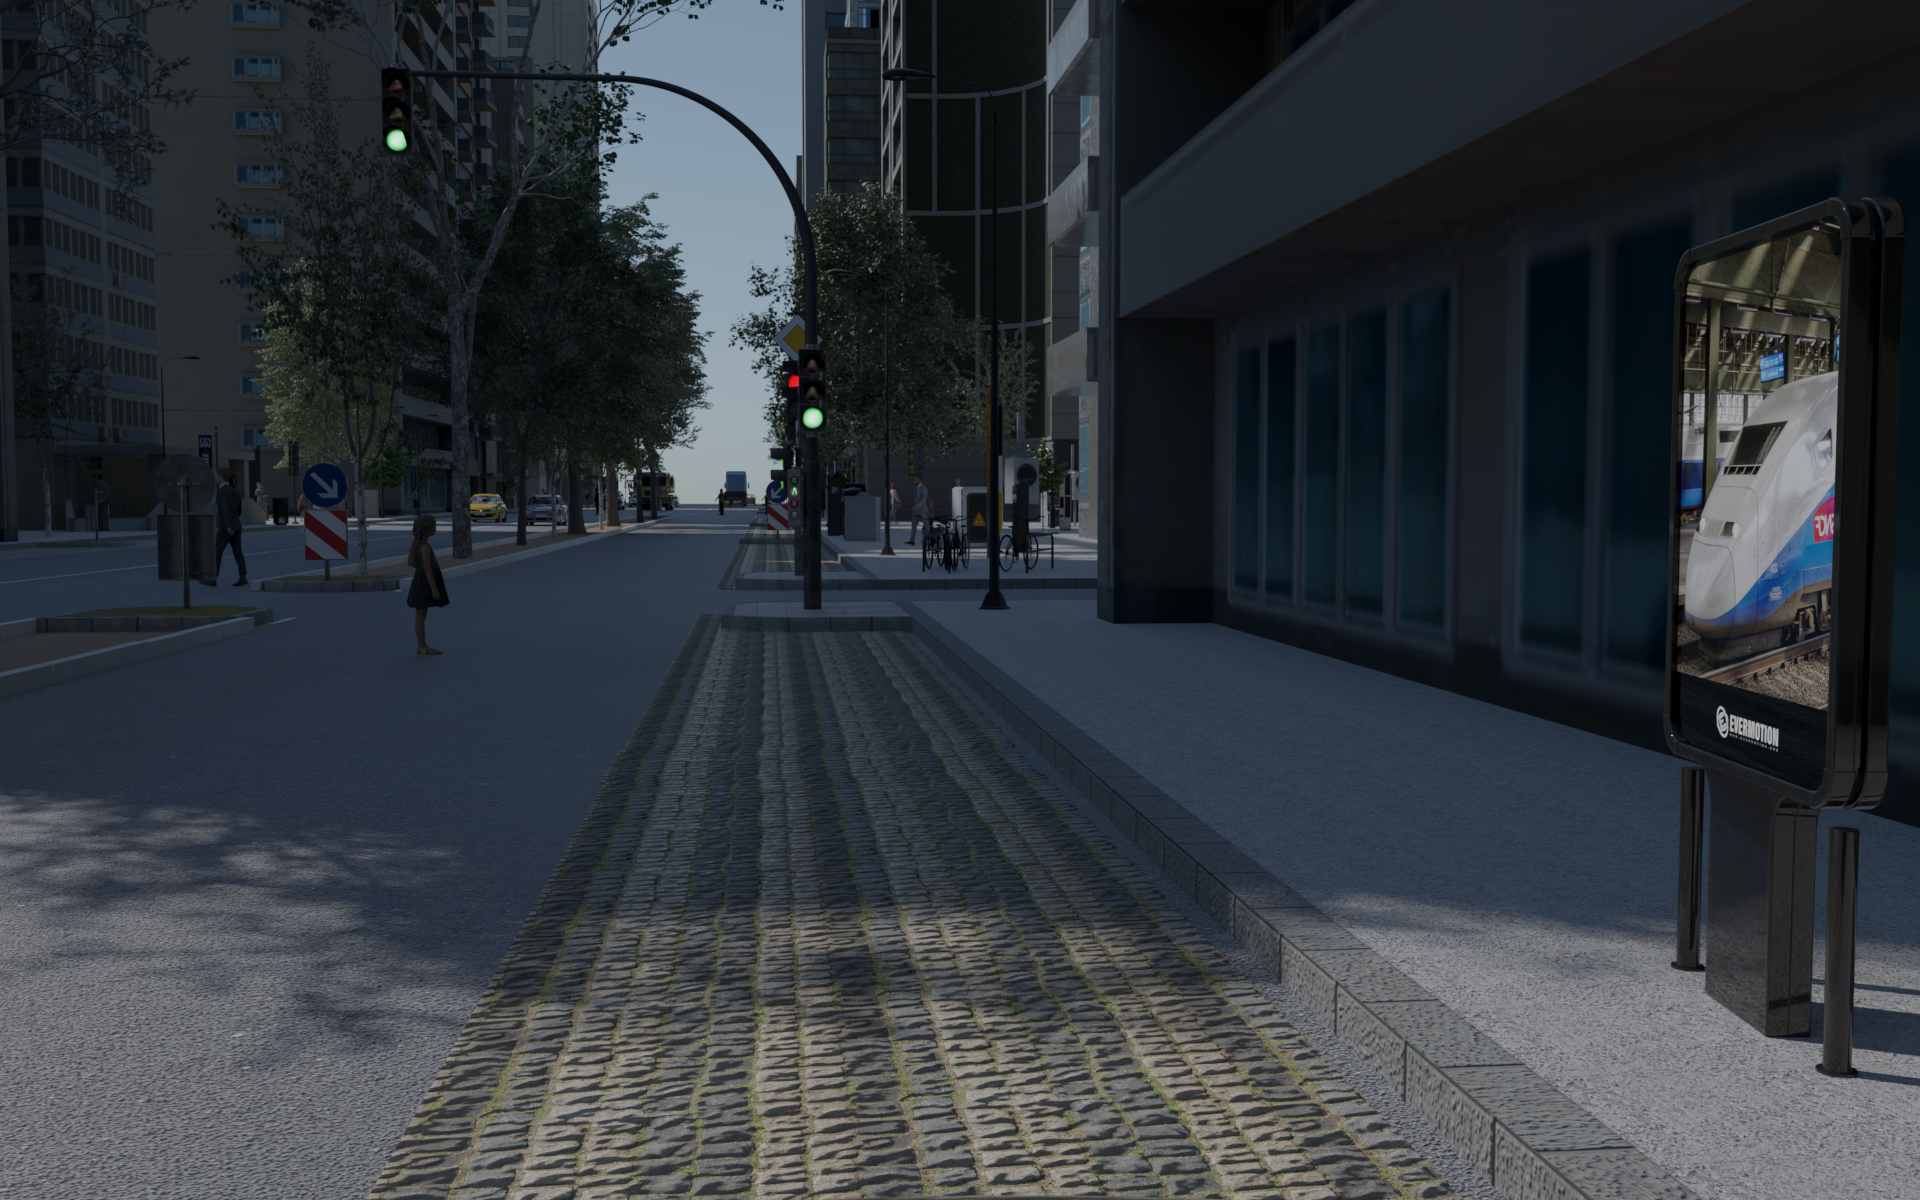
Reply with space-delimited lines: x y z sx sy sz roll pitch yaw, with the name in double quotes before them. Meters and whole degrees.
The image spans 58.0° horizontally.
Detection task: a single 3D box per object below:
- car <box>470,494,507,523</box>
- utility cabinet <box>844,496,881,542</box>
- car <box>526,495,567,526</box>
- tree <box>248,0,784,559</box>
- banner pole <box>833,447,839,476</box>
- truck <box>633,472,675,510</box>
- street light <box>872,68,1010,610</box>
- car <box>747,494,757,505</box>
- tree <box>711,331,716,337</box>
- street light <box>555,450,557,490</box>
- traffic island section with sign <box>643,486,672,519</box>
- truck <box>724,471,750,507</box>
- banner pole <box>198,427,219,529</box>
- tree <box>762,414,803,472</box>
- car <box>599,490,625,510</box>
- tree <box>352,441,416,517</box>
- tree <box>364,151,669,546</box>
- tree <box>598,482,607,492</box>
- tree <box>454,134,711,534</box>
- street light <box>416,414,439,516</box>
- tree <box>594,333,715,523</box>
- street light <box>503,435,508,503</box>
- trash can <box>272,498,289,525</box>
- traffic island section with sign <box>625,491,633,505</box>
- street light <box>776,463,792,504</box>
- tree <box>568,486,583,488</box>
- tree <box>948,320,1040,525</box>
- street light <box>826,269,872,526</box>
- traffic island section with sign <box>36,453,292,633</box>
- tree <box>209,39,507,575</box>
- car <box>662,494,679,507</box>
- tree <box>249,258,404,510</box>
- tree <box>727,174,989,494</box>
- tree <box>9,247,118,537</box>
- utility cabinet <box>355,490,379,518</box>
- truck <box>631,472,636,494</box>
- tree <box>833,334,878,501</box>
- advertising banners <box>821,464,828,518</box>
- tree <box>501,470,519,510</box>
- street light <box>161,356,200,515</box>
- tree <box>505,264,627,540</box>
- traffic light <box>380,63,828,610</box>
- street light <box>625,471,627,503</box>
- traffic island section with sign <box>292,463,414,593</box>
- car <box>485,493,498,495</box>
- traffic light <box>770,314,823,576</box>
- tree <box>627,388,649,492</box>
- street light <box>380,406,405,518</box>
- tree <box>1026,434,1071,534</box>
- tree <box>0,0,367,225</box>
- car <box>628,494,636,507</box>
"car" -23.884 -4.706 87.171 2.015 1.641 3.980 0 4 -7
"utility cabinet" -2.644 -2.196 47.072 1.020 1.237 0.306 2 4 32
"car" -19.113 -4.148 79.827 2.014 1.417 4.499 -1 4 -8
"tree" -9.703 -10.926 36.984 12.611 20.169 13.585 0 3 0
"banner pole" -5.534 -5.350 77.493 0.401 3.779 0.863 1 4 21
"truck" -27.070 -9.703 154.564 3.469 3.379 9.791 0 4 -5
"street light" -0.156 -2.849 19.122 1.470 5.913 1.316 0 4 -6
"car" -26.990 -12.928 221.588 2.015 1.641 3.980 0 4 -7
"tree" -15.236 -10.188 75.684 9.857 13.997 8.962 0 3 0
"street light" -38.216 -11.846 166.218 1.470 5.913 1.316 0 4 -6
"traffic island section with sign" -17.716 -5.670 100.846 2.006 1.907 1.989 0 4 -6
"truck" -25.610 -12.645 196.511 2.967 4.110 18.799 0 4 -5
"banner pole" -27.870 -4.551 64.429 0.863 3.779 0.401 -2 4 -31
"tree" -17.530 -16.088 188.794 9.928 11.665 9.643 0 3 0
"car" -31.164 -8.945 154.929 2.281 1.827 5.304 0 4 -5
"tree" -32.018 -6.886 96.299 4.285 4.588 4.351 0 3 0
"tree" -12.121 -6.752 47.258 8.767 10.594 7.601 0 4 -6
"tree" -45.487 -13.900 221.866 1.663 3.219 1.824 0 3 0
"tree" -13.632 -9.302 61.195 9.857 13.997 8.962 0 3 0
"street light" -31.041 -7.851 100.902 1.470 5.913 1.316 0 4 -6
"tree" -17.244 -10.301 96.630 9.928 11.665 9.643 0 3 0
"street light" -34.621 -9.839 133.403 1.470 5.913 1.316 0 4 -6
"trash can" -27.928 -3.642 71.205 0.748 1.137 0.748 0 3 0
"traffic island section with sign" -44.207 -13.724 233.017 1.989 1.847 2.006 0 4 -6
"street light" -19.756 -13.589 194.724 1.470 5.913 1.316 0 4 -6
"tree" -41.605 -11.823 187.910 1.663 3.219 1.824 0 3 0
"tree" 1.515 -7.472 72.531 4.360 8.622 3.978 0 3 0
"street light" -2.056 -3.881 36.000 1.470 5.913 1.316 0 4 -6
"traffic island section with sign" -8.612 -0.652 18.802 2.006 1.907 1.989 0 4 -6
"tree" -9.745 -4.593 27.910 4.360 8.622 3.978 0 3 0
"car" -32.375 -11.114 193.713 2.014 1.417 4.499 0 4 -6
"tree" -30.602 -10.134 83.811 7.486 12.596 7.792 0 3 0
"tree" -3.566 -8.911 62.697 9.611 12.733 9.660 0 3 0
"tree" -27.284 -6.193 51.621 4.360 8.622 3.978 0 3 0
"utility cabinet" -31.949 -5.172 93.233 1.173 1.500 0.318 0 4 4
"truck" -38.643 -13.741 214.418 2.967 4.110 18.799 0 4 -6
"tree" -4.936 -7.444 72.073 4.737 8.622 4.395 0 3 0
"advertising banners" -7.475 -5.970 93.800 0.090 3.025 2.074 -2 4 -27
"tree" -36.765 -9.017 142.027 1.663 3.219 1.824 0 3 0
"street light" -26.236 -5.244 58.284 1.470 5.913 1.316 0 4 -6
"tree" -12.575 -6.150 53.374 4.360 8.622 3.978 0 3 0
"traffic light" -3.740 -2.702 18.844 4.771 5.953 1.251 0 4 -6
"street light" -47.504 -16.897 248.812 1.470 5.913 1.316 0 4 -6
"traffic island section with sign" -9.419 -1.103 26.165 2.006 1.907 1.989 0 4 -6
"car" -30.594 -6.307 111.916 1.959 1.807 4.718 0 4 -7
"traffic light" -2.551 -2.338 27.152 0.839 4.253 0.868 0 4 -6
"tree" -14.241 -7.077 68.530 4.360 8.622 3.978 0 3 0
"street light" -29.996 -7.273 91.451 1.470 5.913 1.316 0 4 -6
"tree" 2.787 -3.725 55.497 1.663 3.219 1.824 0 3 0
"tree" -8.272 -6.081 12.257 12.009 13.543 11.850 0 3 0
"car" -34.830 -10.738 187.360 2.131 1.459 4.920 0 4 -6
